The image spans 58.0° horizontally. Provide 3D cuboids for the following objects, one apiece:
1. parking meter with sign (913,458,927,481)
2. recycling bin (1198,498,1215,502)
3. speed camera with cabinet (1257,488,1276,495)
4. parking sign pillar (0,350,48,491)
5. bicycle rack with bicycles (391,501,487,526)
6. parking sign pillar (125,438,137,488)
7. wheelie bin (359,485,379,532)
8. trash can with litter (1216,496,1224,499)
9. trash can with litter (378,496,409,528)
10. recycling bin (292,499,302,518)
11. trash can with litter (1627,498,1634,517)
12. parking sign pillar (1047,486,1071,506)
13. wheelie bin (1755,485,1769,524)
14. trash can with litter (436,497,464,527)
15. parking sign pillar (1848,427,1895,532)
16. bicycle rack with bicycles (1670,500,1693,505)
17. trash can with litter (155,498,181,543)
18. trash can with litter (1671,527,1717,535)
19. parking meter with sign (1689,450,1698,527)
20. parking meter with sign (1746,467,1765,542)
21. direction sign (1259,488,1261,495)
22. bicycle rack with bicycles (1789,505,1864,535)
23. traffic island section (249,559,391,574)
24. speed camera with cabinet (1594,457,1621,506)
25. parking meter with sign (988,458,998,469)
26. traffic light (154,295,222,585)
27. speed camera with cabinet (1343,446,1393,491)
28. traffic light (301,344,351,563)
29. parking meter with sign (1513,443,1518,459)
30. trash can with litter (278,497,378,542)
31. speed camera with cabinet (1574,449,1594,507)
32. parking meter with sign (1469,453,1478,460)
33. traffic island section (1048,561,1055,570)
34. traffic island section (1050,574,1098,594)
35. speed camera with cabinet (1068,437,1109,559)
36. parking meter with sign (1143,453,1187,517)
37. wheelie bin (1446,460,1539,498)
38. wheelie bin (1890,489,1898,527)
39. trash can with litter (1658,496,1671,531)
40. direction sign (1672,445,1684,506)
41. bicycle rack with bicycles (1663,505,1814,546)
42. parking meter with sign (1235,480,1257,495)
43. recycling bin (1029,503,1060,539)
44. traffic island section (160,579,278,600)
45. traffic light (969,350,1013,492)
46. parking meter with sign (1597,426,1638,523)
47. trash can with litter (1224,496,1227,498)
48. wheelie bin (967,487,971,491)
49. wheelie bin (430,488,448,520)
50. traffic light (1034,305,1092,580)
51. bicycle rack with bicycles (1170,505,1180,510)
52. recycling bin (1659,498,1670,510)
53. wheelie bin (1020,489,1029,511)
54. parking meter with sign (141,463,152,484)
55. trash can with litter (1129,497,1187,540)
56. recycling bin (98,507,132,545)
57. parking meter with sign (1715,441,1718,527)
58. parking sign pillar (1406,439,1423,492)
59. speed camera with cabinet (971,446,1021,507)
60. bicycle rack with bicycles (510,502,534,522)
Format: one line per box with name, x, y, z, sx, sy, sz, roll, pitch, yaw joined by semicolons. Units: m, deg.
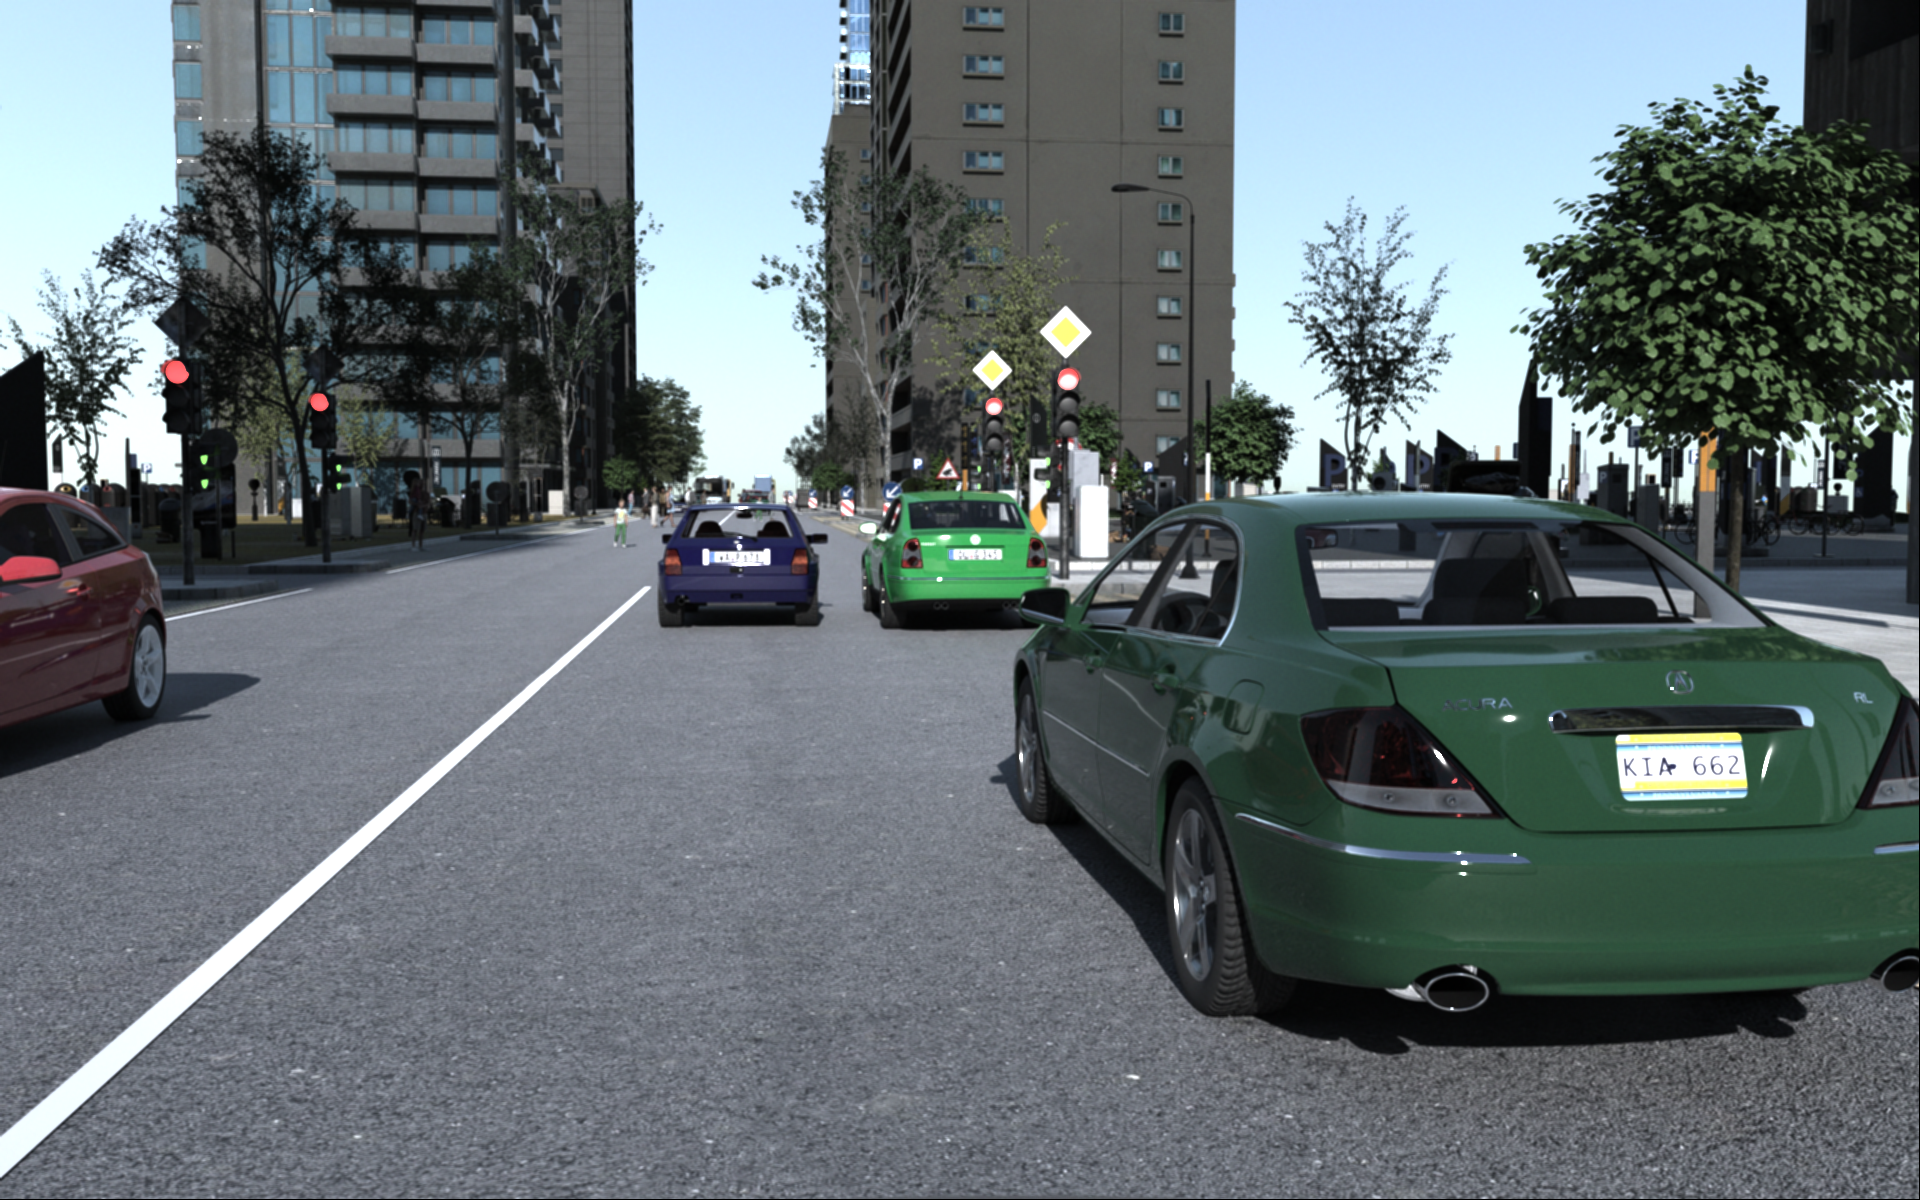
parking meter with sign;-1.700;-5.431;85.059;0.543;3.016;1.738;1;4;23
recycling bin;14.819;-5.602;104.153;0.722;1.027;0.722;-2;4;-31
speed camera with cabinet;18.363;-6.764;104.933;0.660;3.252;2.038;-1;4;-23
parking sign pillar;-17.624;-2.665;32.051;1.447;3.967;1.447;2;4;28
bicycle rack with bicycles;-21.601;-3.527;71.042;2.925;0.926;2.852;1;4;21
parking sign pillar;-40.051;-5.824;83.691;1.447;3.967;1.447;-2;4;-28
wheelie bin;-20.044;-3.081;58.285;0.693;1.594;0.980;1;4;13
trash can with litter;13.335;-4.821;90.203;1.055;1.170;0.624;-3;4;-36
trash can with litter;-21.687;-3.355;65.905;2.233;1.210;1.678;0;4;-2
recycling bin;-35.377;-4.872;92.205;0.722;1.027;0.722;-2;4;-27
trash can with litter;37.981;-5.311;98.221;1.055;1.170;0.624;1;4;14
parking sign pillar;5.561;-6.635;96.948;1.447;3.967;1.447;-1;4;-14
wheelie bin;28.695;-3.339;62.497;0.693;1.594;0.980;-3;5;-42
trash can with litter;-19.624;-3.387;66.759;0.624;1.170;1.055;2;4;33
parking sign pillar;31.062;-4.308;58.914;1.447;3.967;1.447;-1;4;-22
bicycle rack with bicycles;46.596;-5.968;110.954;2.925;0.926;2.852;1;4;16
trash can with litter;-20.687;-2.078;45.354;0.624;1.170;1.055;-1;4;-11
trash can with litter;23.650;-2.671;54.725;1.678;1.210;2.233;2;4;32
parking meter with sign;29.024;-4.361;67.563;0.543;3.016;1.738;0;4;1
parking meter with sign;21.266;-3.093;46.823;0.543;3.016;1.738;2;4;33
direction sign;9.855;-3.969;56.886;0.379;3.537;0.876;1;4;20
bicycle rack with bicycles;27.337;-2.542;54.944;2.852;0.926;2.925;-2;4;-30
traffic island section;-11.907;-0.626;32.516;2.009;0.180;2.903;0;4;-7
speed camera with cabinet;34.591;-6.023;92.809;2.038;3.252;0.660;3;5;42
parking meter with sign;1.019;-5.229;81.757;0.543;3.016;1.738;3;5;43
traffic light;-10.922;-2.173;24.457;0.839;4.253;0.868;0;4;-7
speed camera with cabinet;16.984;-4.765;72.247;2.038;3.252;0.660;3;5;41
traffic light;-11.866;-2.658;32.386;0.839;4.253;0.868;0;4;-7
parking meter with sign;18.770;-3.777;58.016;0.543;3.016;1.738;1;4;19
trash can with litter;-17.387;-2.229;47.504;2.233;1.210;1.678;0;4;-5
speed camera with cabinet;27.331;-5.054;76.975;0.660;3.252;2.038;0;4;0
parking meter with sign;20.987;-4.712;73.304;1.738;3.016;0.543;-1;4;-15
traffic island section;0.647;-0.717;33.999;2.009;0.180;2.903;0;4;-7
traffic island section;1.591;-0.232;26.070;2.009;0.180;2.903;0;4;-7
speed camera with cabinet;2.614;-2.495;35.130;0.660;3.252;2.038;0;4;-3
parking meter with sign;8.733;-4.712;73.304;1.738;3.016;0.543;2;4;27
wheelie bin;4.944;-0.508;16.221;0.980;1.594;0.693;0;4;5
wheelie bin;34.012;-3.410;63.668;0.980;1.594;0.693;-1;4;-19
trash can with litter;24.473;-3.089;61.563;2.233;1.210;1.678;0;4;5
direction sign;33.538;-5.441;80.959;0.876;3.537;0.379;-3;4;-38
bicycle rack with bicycles;19.307;-1.860;43.786;2.925;0.926;2.852;0;4;-5
parking meter with sign;14.413;-5.500;86.178;1.738;3.016;0.543;-1;4;-22
recycling bin;2.453;-2.309;50.311;0.722;1.027;0.722;-1;4;-21
traffic island section;-10.963;-0.141;24.586;2.009;0.180;2.903;0;4;-7
traffic light;0.606;-2.750;33.880;0.839;4.253;0.868;0;4;-7
parking meter with sign;16.591;-2.925;44.092;1.738;3.016;0.543;-2;4;-24
trash can with litter;15.902;-5.560;101.963;2.233;1.210;1.678;1;4;8
wheelie bin;0.568;-4.408;79.979;0.693;1.594;0.980;-1;4;-18
wheelie bin;-25.378;-4.676;84.369;0.980;1.594;0.693;-3;4;-36
traffic light;1.550;-2.265;25.951;0.839;4.253;0.868;0;4;-7
bicycle rack with bicycles;8.331;-2.785;58.922;2.852;0.926;2.925;0;4;2
recycling bin;40.639;-5.373;100.398;0.722;1.027;0.722;-3;5;-43
wheelie bin;3.621;-5.616;99.737;0.693;1.594;0.980;-1;4;-17
parking meter with sign;-46.871;-6.291;99.117;1.738;3.016;0.543;3;5;42
trash can with litter;3.799;-1.380;33.953;0.624;1.170;1.055;-3;4;-36
recycling bin;-16.564;-1.296;33.745;0.722;1.027;0.722;-1;4;-21
parking meter with sign;25.831;-3.744;57.470;1.738;3.016;0.543;-1;4;-13
parking sign pillar;22.481;-5.891;84.788;1.447;3.967;1.447;1;4;14
speed camera with cabinet;1.504;-4.759;72.150;2.038;3.252;0.660;-1;4;-14
bicycle rack with bicycles;-21.450;-4.176;81.657;2.925;0.926;2.852;-1;4;-14
